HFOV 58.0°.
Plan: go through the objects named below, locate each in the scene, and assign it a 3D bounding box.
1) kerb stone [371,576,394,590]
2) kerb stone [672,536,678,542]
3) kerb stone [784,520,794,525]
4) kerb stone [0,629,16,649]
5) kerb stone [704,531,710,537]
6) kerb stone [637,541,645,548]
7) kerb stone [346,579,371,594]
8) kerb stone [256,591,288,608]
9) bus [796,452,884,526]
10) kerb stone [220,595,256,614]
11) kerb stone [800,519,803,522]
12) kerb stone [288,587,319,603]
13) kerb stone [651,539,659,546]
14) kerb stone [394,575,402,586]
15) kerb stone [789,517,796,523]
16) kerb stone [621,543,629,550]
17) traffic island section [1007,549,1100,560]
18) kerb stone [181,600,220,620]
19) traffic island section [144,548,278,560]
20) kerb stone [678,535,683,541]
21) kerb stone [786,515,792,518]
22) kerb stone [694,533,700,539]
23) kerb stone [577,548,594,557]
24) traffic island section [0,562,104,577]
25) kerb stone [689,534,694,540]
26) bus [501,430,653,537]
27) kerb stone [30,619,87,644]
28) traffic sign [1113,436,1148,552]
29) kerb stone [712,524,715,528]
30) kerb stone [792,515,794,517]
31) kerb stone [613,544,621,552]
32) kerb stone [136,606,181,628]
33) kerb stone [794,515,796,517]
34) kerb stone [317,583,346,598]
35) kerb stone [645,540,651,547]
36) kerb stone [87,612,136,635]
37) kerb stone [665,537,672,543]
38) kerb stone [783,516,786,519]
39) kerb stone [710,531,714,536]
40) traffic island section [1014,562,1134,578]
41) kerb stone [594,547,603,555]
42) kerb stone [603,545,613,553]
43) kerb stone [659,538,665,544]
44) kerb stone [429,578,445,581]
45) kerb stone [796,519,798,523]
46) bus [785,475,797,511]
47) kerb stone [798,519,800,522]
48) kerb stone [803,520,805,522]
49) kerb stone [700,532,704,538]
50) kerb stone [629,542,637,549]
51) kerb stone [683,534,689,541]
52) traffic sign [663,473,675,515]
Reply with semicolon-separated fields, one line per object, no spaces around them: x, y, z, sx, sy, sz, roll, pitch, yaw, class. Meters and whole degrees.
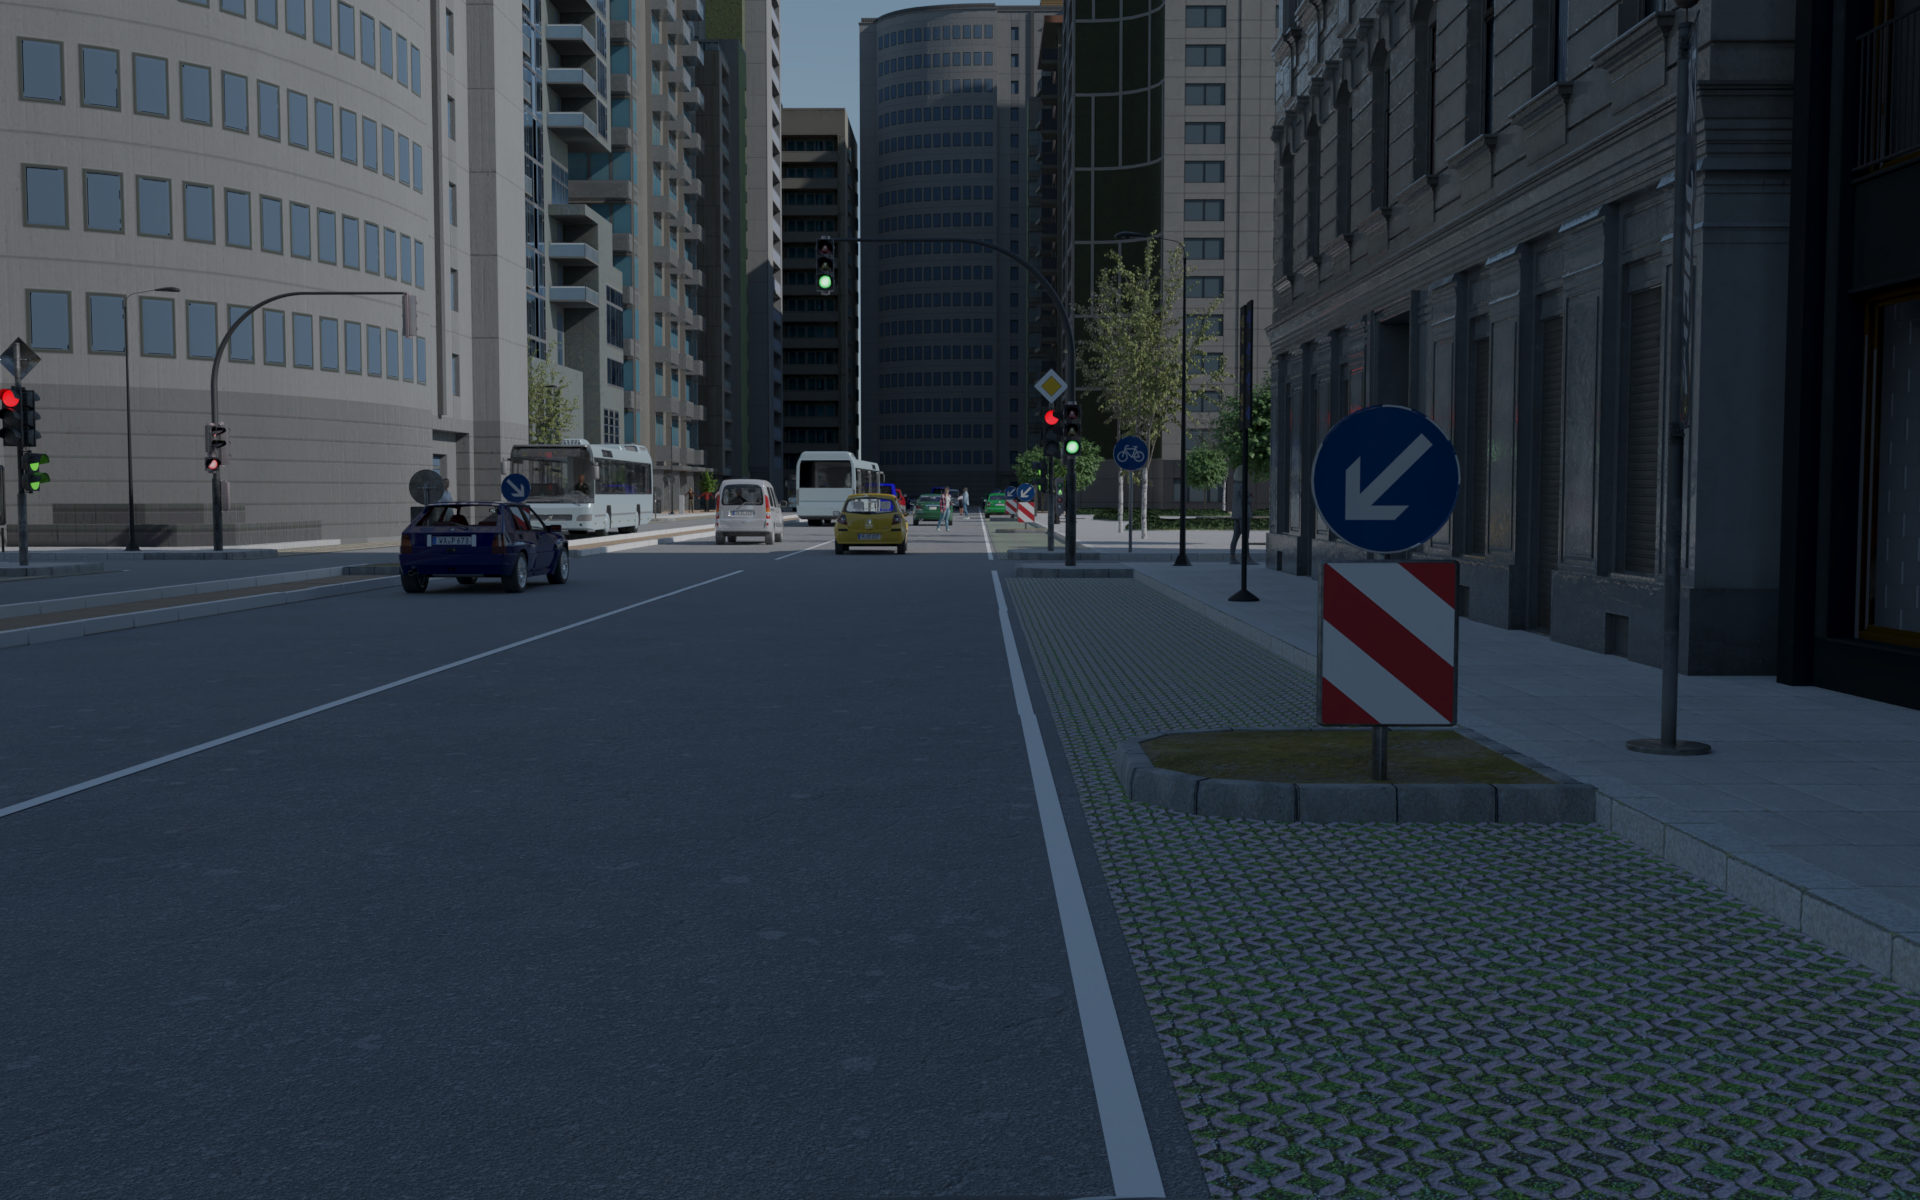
-8.835;-0.247;26.234;0.120;0.150;1.000;0;4;1;kerb stone
-8.601;-1.774;51.378;0.120;0.150;1.000;0;4;1;kerb stone
-8.296;-3.787;84.161;0.120;0.150;1.000;0;4;1;kerb stone
-8.932;0.385;15.972;0.120;0.150;1.000;0;4;1;kerb stone
-8.539;-2.158;57.525;0.120;0.150;1.000;0;4;1;kerb stone
-8.650;-1.471;46.255;0.120;0.150;1.000;0;4;1;kerb stone
-8.839;-0.184;25.209;0.120;0.150;1.000;0;4;1;kerb stone
-8.876;0.004;22.136;0.120;0.150;1.000;0;4;1;kerb stone
-5.531;-5.301;81.532;2.948;3.499;13.247;0;4;2;bus
-8.881;0.066;21.114;0.120;0.150;1.000;0;4;1;kerb stone
-8.260;-4.041;88.267;0.120;0.150;1.000;0;4;1;kerb stone
-8.862;-0.050;23.162;0.120;0.150;1.000;0;4;1;kerb stone
-8.632;-1.593;48.306;0.120;0.150;1.000;0;4;1;kerb stone
-8.826;-0.307;27.259;0.120;0.150;1.000;0;4;1;kerb stone
-8.290;-3.853;85.190;0.120;0.150;1.000;0;4;1;kerb stone
-8.668;-1.346;44.200;0.120;0.150;1.000;0;4;1;kerb stone
2.065;-1.020;38.955;2.009;0.180;2.903;0;4;1;traffic island section
-8.887;0.129;20.086;0.120;0.150;1.000;0;4;1;kerb stone
-16.776;-1.031;39.133;2.009;0.180;2.903;0;4;1;traffic island section
-8.593;-1.848;52.403;0.120;0.150;1.000;0;4;1;kerb stone
-10.224;-4.921;102.658;0.120;0.150;1.000;0;4;1;kerb stone
-8.564;-2.034;55.475;0.120;0.150;1.000;0;4;1;kerb stone
-8.709;-1.094;40.104;0.120;0.150;1.000;0;4;1;kerb stone
-16.849;-0.542;31.148;2.009;0.180;2.903;0;4;1;traffic island section
-8.575;-1.973;54.449;0.120;0.150;1.000;0;4;1;kerb stone
-12.785;-3.931;59.129;2.948;3.499;13.247;0;4;-1;bus
-8.918;0.319;17.002;0.120;0.150;1.000;0;4;1;kerb stone
3.745;-2.318;38.010;0.768;2.556;0.104;1;4;10;traffic sign
-10.504;-3.101;72.921;0.120;0.150;1.000;0;4;1;kerb stone
-10.222;-4.982;103.681;0.120;0.150;1.000;0;4;1;kerb stone
-8.678;-1.276;43.176;0.120;0.150;1.000;0;4;1;kerb stone
-8.898;0.192;19.061;0.120;0.150;1.000;0;4;1;kerb stone
-10.204;-5.046;104.708;0.120;0.150;1.000;0;4;1;kerb stone
-8.856;-0.122;24.184;0.120;0.150;1.000;0;4;1;kerb stone
-8.650;-1.529;47.277;0.120;0.150;1.000;0;4;1;kerb stone
-8.913;0.255;18.034;0.120;0.150;1.000;0;4;1;kerb stone
-8.603;-1.722;50.350;0.120;0.150;1.000;0;4;1;kerb stone
-10.266;-4.729;99.570;0.120;0.150;1.000;0;4;1;kerb stone
-8.533;-2.219;58.547;0.120;0.150;1.000;0;4;1;kerb stone
1.991;-0.531;30.970;2.009;0.180;2.903;0;4;1;traffic island section
-8.695;-1.148;41.126;0.120;0.150;1.000;0;4;1;kerb stone
-8.681;-1.219;42.152;0.120;0.150;1.000;0;4;1;kerb stone
-8.626;-1.657;49.328;0.120;0.150;1.000;0;4;1;kerb stone
-8.805;-0.435;29.302;0.120;0.150;1.000;0;4;1;kerb stone
-8.277;-3.915;86.212;0.120;0.150;1.000;0;4;1;kerb stone
-12.530;-9.215;145.530;2.948;3.499;13.247;0;4;1;bus
-8.278;-3.977;87.245;0.120;0.150;1.000;0;4;1;kerb stone
-8.250;-4.104;89.295;0.120;0.150;1.000;0;4;1;kerb stone
-8.561;-2.098;56.503;0.120;0.150;1.000;0;4;1;kerb stone
-8.662;-1.408;45.224;0.120;0.150;1.000;0;4;1;kerb stone
-8.577;-1.910;53.427;0.120;0.150;1.000;0;4;1;kerb stone
-17.847;-6.489;106.193;0.768;2.556;0.104;0;4;6;traffic sign
